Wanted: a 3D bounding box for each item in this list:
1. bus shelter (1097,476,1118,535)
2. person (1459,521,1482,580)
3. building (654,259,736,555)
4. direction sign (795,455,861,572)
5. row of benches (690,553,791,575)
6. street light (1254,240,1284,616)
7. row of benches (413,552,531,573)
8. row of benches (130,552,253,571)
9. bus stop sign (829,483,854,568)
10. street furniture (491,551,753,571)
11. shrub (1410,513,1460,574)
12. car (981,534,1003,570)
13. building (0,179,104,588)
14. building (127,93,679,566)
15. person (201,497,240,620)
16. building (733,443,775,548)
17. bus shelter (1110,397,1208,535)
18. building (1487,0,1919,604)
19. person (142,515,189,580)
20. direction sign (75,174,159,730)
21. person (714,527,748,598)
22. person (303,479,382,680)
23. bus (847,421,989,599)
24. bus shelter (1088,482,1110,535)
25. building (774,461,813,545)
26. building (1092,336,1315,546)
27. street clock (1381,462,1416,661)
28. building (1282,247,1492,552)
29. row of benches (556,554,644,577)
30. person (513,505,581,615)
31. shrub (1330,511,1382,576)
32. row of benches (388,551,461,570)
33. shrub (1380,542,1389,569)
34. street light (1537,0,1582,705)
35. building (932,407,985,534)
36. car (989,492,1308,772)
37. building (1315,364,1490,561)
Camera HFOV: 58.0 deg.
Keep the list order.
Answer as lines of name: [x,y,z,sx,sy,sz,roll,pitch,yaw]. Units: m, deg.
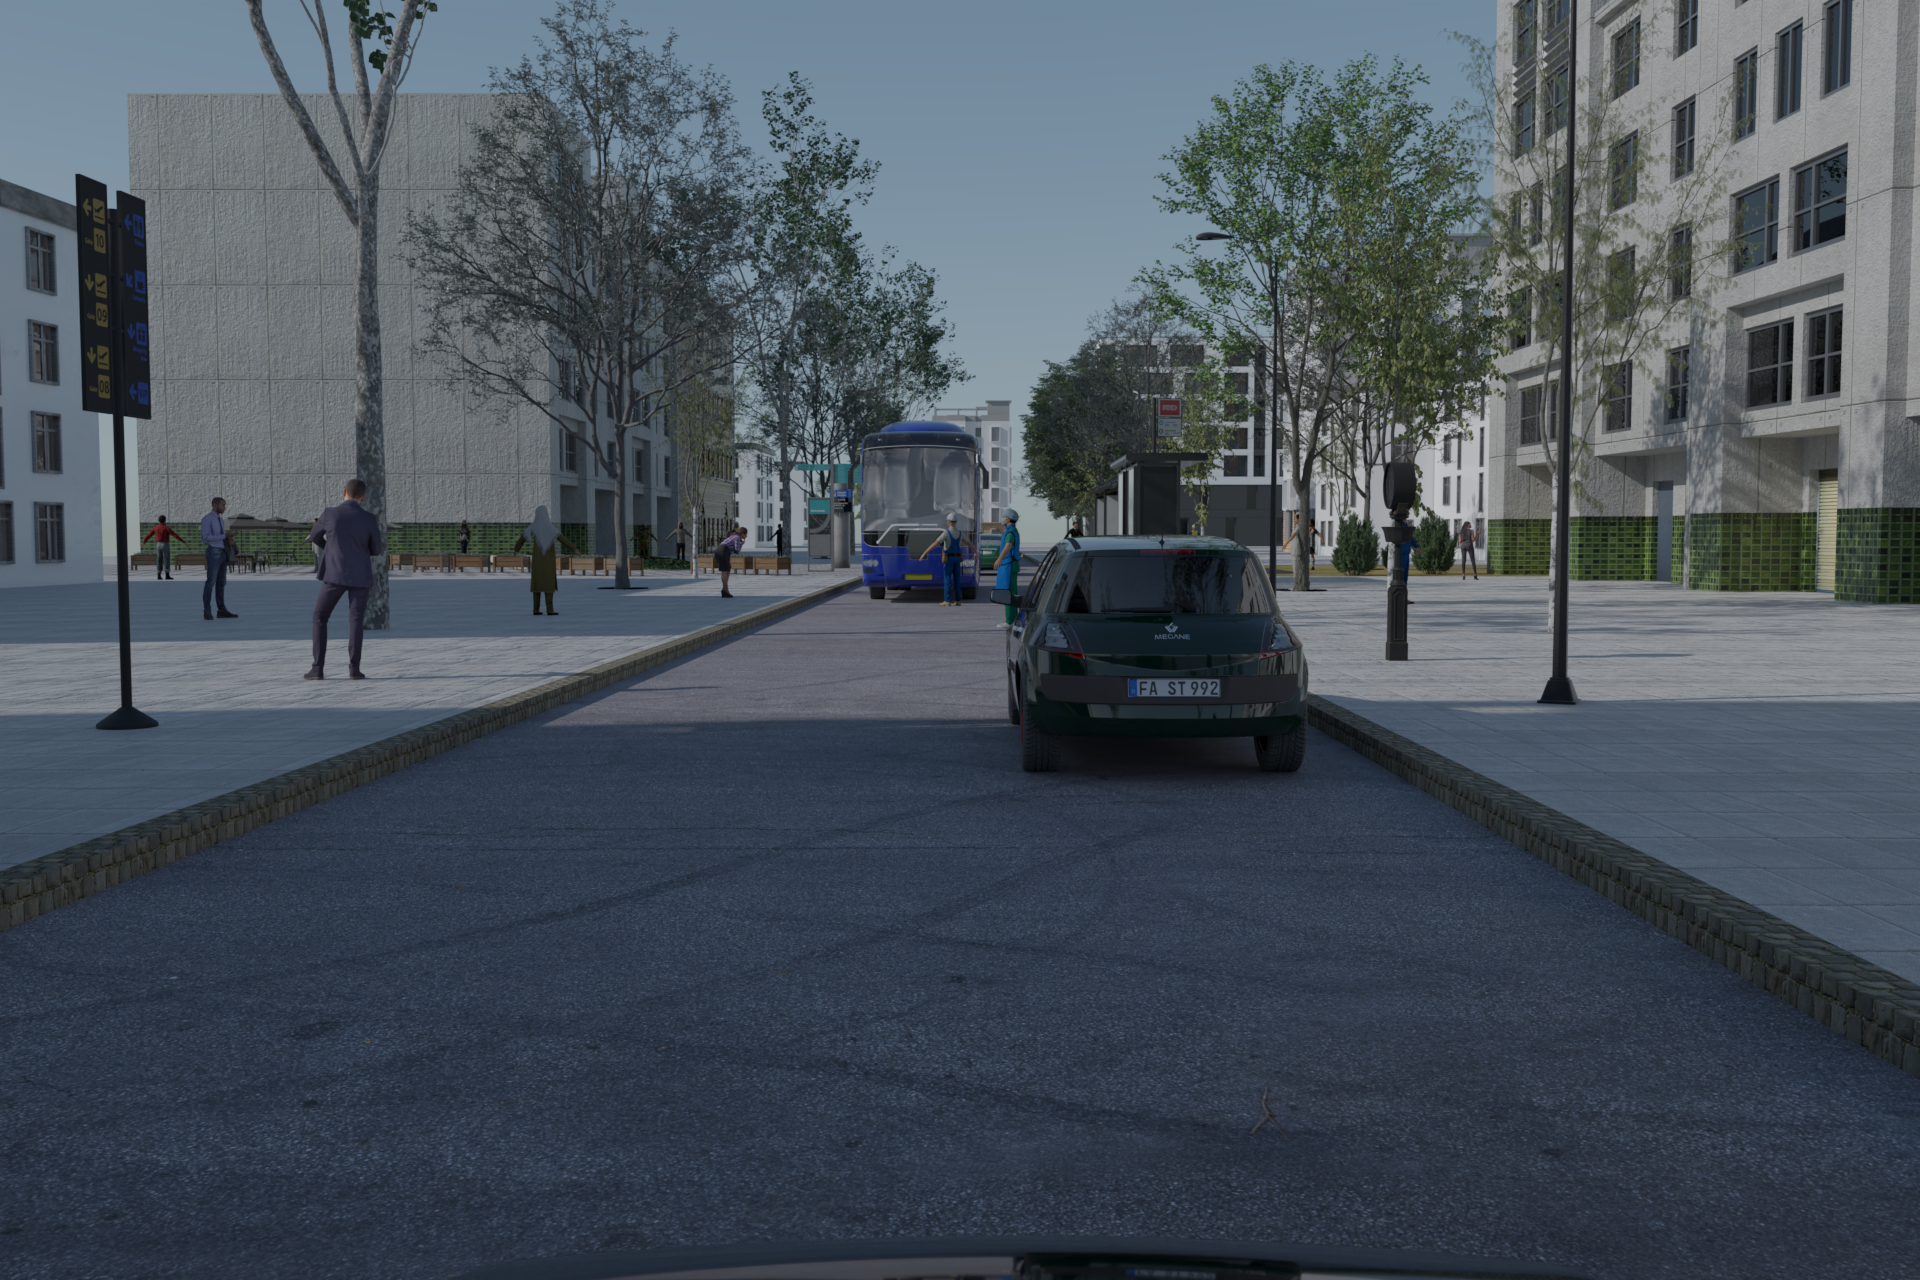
bus shelter: [5.743,-3.875,57.277,2.014,3.302,5.546,0,3,0]
person: [14.234,-2.498,48.359,0.593,1.643,0.415,0,4,-7]
building: [-25.437,-17.356,114.705,19.493,23.208,18.063,0,4,0]
direction sign: [-4.323,-4.324,59.461,2.525,3.948,1.411,0,4,1]
row of benches: [-7.063,-2.426,55.121,4.104,0.672,1.422,3,4,39]
street light: [5.404,-3.317,26.768,1.470,5.913,1.316,0,4,1]
row of benches: [-16.397,-2.594,57.878,4.104,0.672,1.422,1,4,11]
row of benches: [-27.264,-2.805,61.324,4.104,0.672,1.422,-1,4,-12]
bus stop sign: [-4.431,-4.646,64.977,0.837,3.901,0.837,0,4,2]
street furniture: [-12.173,-2.927,63.483,10.072,0.657,5.734,1,4,17]
shrub: [15.086,-3.109,55.254,1.690,2.028,1.600,0,3,0]
car: [0.920,-3.025,61.249,2.131,1.459,4.920,0,4,0]
building: [-23.523,-5.481,31.754,9.099,9.664,28.070,0,4,1]
building: [-24.932,-13.405,85.630,16.747,18.905,31.486,0,4,0]
person: [-11.093,-1.236,26.119,0.599,1.838,0.709,0,4,4]
building: [-22.962,-14.125,173.092,9.099,9.664,28.070,0,4,1]
bus shelter: [5.417,-4.347,48.706,2.179,5.291,8.768,0,4,1]
building: [25.228,-10.580,39.439,16.747,18.905,31.486,0,4,0]
person: [-22.332,-2.597,48.574,1.345,1.816,0.704,0,4,4]
direction sign: [-5.537,-1.187,11.409,0.379,3.537,0.876,0,3,0]
person: [-4.595,-1.561,34.799,0.697,1.427,0.421,-2,4,-28]
person: [-5.484,-0.543,15.368,0.683,1.767,0.568,-1,4,-20]
bus: [-0.753,-3.040,41.249,2.896,3.916,12.251,0,4,1]
bus shelter: [5.886,-4.229,63.068,2.014,3.302,5.546,0,4,0]
building: [-22.562,-16.608,213.687,9.099,9.664,28.070,0,3,0]
building: [28.702,-21.498,195.471,27.936,21.610,32.646,0,4,1]
street clock: [4.434,-0.793,17.528,0.358,2.002,0.471,0,4,0]
building: [27.981,-16.192,121.152,16.016,20.090,11.380,0,4,1]
row of benches: [-11.516,-2.325,53.477,4.104,0.672,1.422,2,4,32]
person: [-6.554,-1.263,27.422,1.217,1.736,0.721,1,4,19]
shrub: [12.211,-2.999,53.454,1.690,2.028,1.600,0,3,0]
row of benches: [-19.770,-2.864,62.297,1.422,0.672,4.104,3,5,42]
shrub: [15.670,-3.149,62.599,1.383,1.207,1.383,0,3,0]
street light: [5.101,-2.474,12.989,1.470,5.913,1.316,0,4,0]
building: [-3.682,-23.779,247.661,11.380,20.090,16.016,-1,4,-8]
car: [1.213,-0.125,11.834,2.009,1.686,4.222,0,3,0]
building: [26.320,-9.266,93.641,9.099,9.664,28.070,0,4,1]
